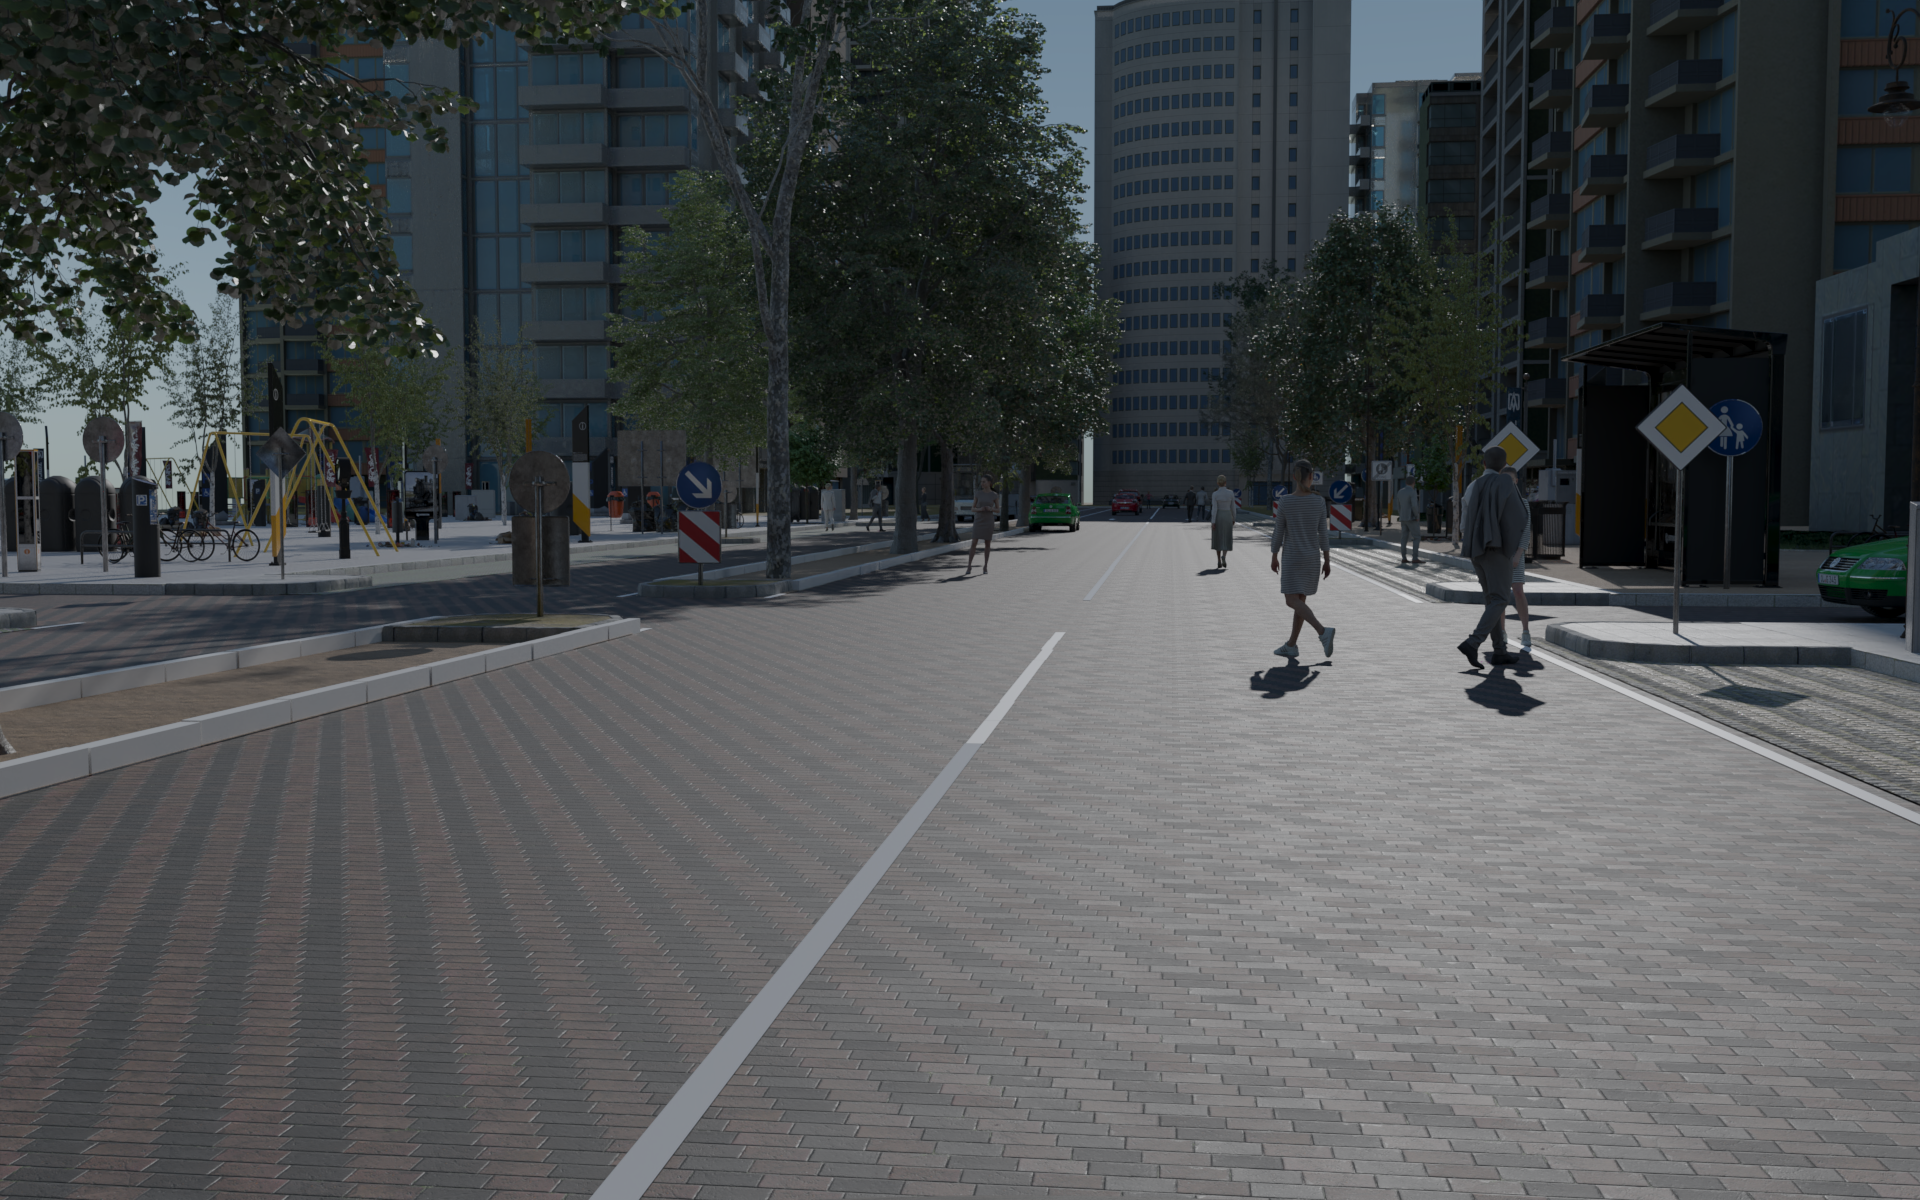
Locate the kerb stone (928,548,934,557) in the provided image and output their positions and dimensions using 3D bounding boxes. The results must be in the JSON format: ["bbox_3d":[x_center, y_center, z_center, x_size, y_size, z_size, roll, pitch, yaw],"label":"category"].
[{"bbox_3d":[-0.778,-1.047,39.346,0.120,0.150,1.000,0,4,7],"label":"kerb stone"}]

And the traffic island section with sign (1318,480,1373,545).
[{"bbox_3d":[10.676,-2.495,49.428,1.989,1.847,2.006,0,4,7],"label":"traffic island section with sign"}]

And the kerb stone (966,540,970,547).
[{"bbox_3d":[0.086,-1.483,46.468,0.120,0.150,1.000,0,4,7],"label":"kerb stone"}]

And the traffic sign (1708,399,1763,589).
[{"bbox_3d":[10.351,-1.419,23.308,0.768,2.556,0.104,1,4,15],"label":"traffic sign"}]

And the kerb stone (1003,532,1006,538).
[{"bbox_3d":[1.319,-2.105,56.665,0.120,0.150,1.000,0,4,7],"label":"kerb stone"}]

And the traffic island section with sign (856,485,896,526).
[{"bbox_3d":[-3.550,-4.240,77.948,1.989,1.847,2.006,0,4,7],"label":"traffic island section with sign"}]

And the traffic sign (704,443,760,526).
[{"bbox_3d":[-9.068,-4.585,68.831,2.265,3.308,0.079,1,4,11],"label":"traffic sign"}]

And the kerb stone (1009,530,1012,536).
[{"bbox_3d":[1.583,-2.233,58.708,0.120,0.150,1.000,0,4,7],"label":"kerb stone"}]

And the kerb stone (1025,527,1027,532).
[{"bbox_3d":[2.316,-2.606,64.799,0.120,0.150,1.000,0,4,7],"label":"kerb stone"}]

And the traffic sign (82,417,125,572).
[{"bbox_3d":[-14.098,-1.737,28.508,0.768,2.556,0.104,1,4,10],"label":"traffic sign"}]

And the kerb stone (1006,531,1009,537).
[{"bbox_3d":[1.447,-2.171,57.685,0.120,0.150,1.000,0,4,7],"label":"kerb stone"}]

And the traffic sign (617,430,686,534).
[{"bbox_3d":[-9.833,-3.754,55.251,2.265,3.308,0.079,1,4,9],"label":"traffic sign"}]

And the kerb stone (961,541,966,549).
[{"bbox_3d":[-0.036,-1.422,45.453,0.120,0.150,1.000,0,4,7],"label":"kerb stone"}]

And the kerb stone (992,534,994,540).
[{"bbox_3d":[0.836,-1.859,52.584,0.120,0.150,1.000,0,4,7],"label":"kerb stone"}]

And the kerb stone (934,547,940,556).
[{"bbox_3d":[-0.654,-1.106,40.365,0.120,0.150,1.000,0,4,7],"label":"kerb stone"}]

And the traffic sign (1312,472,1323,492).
[{"bbox_3d":[16.116,-4.668,78.449,0.606,2.300,0.079,1,4,12],"label":"traffic sign"}]

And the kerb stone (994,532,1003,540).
[{"bbox_3d":[1.203,-2.046,55.649,0.120,0.150,1.000,0,4,7],"label":"kerb stone"}]

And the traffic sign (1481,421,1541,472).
[{"bbox_3d":[7.542,-1.232,23.794,0.795,2.450,0.064,0,4,7],"label":"traffic sign"}]

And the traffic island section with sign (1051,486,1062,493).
[{"bbox_3d":[5.480,-5.586,99.468,2.006,1.907,1.989,0,4,7],"label":"traffic island section with sign"}]

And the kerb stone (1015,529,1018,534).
[{"bbox_3d":[1.831,-2.357,60.737,0.120,0.150,1.000,0,4,7],"label":"kerb stone"}]

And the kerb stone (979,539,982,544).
[{"bbox_3d":[0.456,-1.672,49.529,0.120,0.150,1.000,0,4,7],"label":"kerb stone"}]

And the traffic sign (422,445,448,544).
[{"bbox_3d":[-13.551,-2.727,44.690,0.768,2.556,0.104,1,4,17],"label":"traffic sign"}]

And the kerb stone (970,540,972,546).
[{"bbox_3d":[0.205,-1.544,47.484,0.120,0.150,1.000,0,4,7],"label":"kerb stone"}]

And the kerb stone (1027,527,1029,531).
[{"bbox_3d":[2.435,-2.668,65.814,0.120,0.150,1.000,0,4,7],"label":"kerb stone"}]

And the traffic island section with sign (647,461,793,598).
[{"bbox_3d":[-3.569,-1.024,24.874,2.006,1.907,1.989,0,4,7],"label":"traffic island section with sign"}]

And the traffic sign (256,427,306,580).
[{"bbox_3d":[-10.170,-1.365,25.957,0.795,2.450,0.064,0,4,7],"label":"traffic sign"}]

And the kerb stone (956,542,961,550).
[{"bbox_3d":[-0.156,-1.358,44.435,0.120,0.150,1.000,0,4,7],"label":"kerb stone"}]

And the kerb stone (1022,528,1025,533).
[{"bbox_3d":[2.198,-2.543,63.783,0.120,0.150,1.000,0,4,7],"label":"kerb stone"}]

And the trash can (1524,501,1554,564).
[{"bbox_3d":[10.412,-1.255,32.174,0.748,1.137,0.748,0,3,0],"label":"trash can"}]

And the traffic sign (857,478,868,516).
[{"bbox_3d":[-5.699,-6.164,100.782,0.884,2.594,0.081,1,4,9],"label":"traffic sign"}]

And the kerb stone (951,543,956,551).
[{"bbox_3d":[-0.284,-1.298,43.411,0.120,0.150,1.000,0,4,7],"label":"kerb stone"}]

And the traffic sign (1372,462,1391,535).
[{"bbox_3d":[13.023,-3.144,53.536,0.606,2.300,0.079,1,4,8],"label":"traffic sign"}]

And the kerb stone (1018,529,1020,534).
[{"bbox_3d":[1.945,-2.419,61.753,0.120,0.150,1.000,0,4,7],"label":"kerb stone"}]

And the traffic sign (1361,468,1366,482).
[{"bbox_3d":[19.192,-4.958,81.161,0.768,2.556,0.104,1,4,11],"label":"traffic sign"}]

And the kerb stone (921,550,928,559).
[{"bbox_3d":[-0.900,-0.983,38.327,0.120,0.150,1.000,0,4,7],"label":"kerb stone"}]

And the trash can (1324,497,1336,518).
[{"bbox_3d":[19.935,-4.985,93.152,0.748,1.137,0.748,0,3,0],"label":"trash can"}]

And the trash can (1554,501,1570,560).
[{"bbox_3d":[11.548,-1.363,33.945,0.748,1.137,0.748,0,3,0],"label":"trash can"}]

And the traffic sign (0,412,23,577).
[{"bbox_3d":[-14.809,-1.631,26.776,0.768,2.556,0.104,1,4,14],"label":"traffic sign"}]

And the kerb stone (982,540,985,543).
[{"bbox_3d":[0.707,-1.794,51.558,0.120,0.150,1.000,0,4,7],"label":"kerb stone"}]

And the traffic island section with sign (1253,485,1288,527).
[{"bbox_3d":[13.958,-4.146,76.420,1.989,1.847,2.006,0,4,7],"label":"traffic island section with sign"}]

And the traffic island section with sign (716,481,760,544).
[{"bbox_3d":[-6.894,-2.555,50.407,1.989,1.847,2.006,0,4,7],"label":"traffic island section with sign"}]

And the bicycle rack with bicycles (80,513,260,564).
[{"bbox_3d":[-15.025,-1.159,32.333,2.925,0.926,2.852,1,4,20],"label":"bicycle rack with bicycles"}]

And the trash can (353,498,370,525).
[{"bbox_3d":[-24.679,-3.656,71.437,0.748,1.137,0.748,0,3,0],"label":"trash can"}]

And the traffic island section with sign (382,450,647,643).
[{"bbox_3d":[-4.472,-0.574,17.522,2.006,1.907,1.989,0,4,7],"label":"traffic island section with sign"}]

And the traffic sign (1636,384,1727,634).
[{"bbox_3d":[6.579,-0.748,15.867,0.795,2.450,0.064,0,4,7],"label":"traffic sign"}]

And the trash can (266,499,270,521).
[{"bbox_3d":[-31.413,-4.133,79.228,0.748,1.137,0.748,0,3,0],"label":"trash can"}]

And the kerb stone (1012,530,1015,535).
[{"bbox_3d":[1.703,-2.295,59.723,0.120,0.150,1.000,0,4,7],"label":"kerb stone"}]

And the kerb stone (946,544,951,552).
[{"bbox_3d":[-0.400,-1.235,42.396,0.120,0.150,1.000,0,4,7],"label":"kerb stone"}]

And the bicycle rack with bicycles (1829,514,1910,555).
[{"bbox_3d":[16.515,-1.004,29.799,2.925,0.926,2.852,0,4,3],"label":"bicycle rack with bicycles"}]

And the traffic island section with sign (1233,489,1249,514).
[{"bbox_3d":[19.854,-7.117,124.998,1.989,1.847,2.006,0,4,7],"label":"traffic island section with sign"}]

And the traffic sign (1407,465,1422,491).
[{"bbox_3d":[15.703,-3.523,59.733,0.606,2.300,0.079,1,4,16],"label":"traffic sign"}]

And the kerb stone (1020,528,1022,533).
[{"bbox_3d":[2.068,-2.479,62.768,0.120,0.150,1.000,0,4,7],"label":"kerb stone"}]

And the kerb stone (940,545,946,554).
[{"bbox_3d":[-0.527,-1.172,41.379,0.120,0.150,1.000,0,4,7],"label":"kerb stone"}]

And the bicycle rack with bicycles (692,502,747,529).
[{"bbox_3d":[-9.747,-3.065,63.494,2.925,0.926,2.852,3,4,36],"label":"bicycle rack with bicycles"}]
